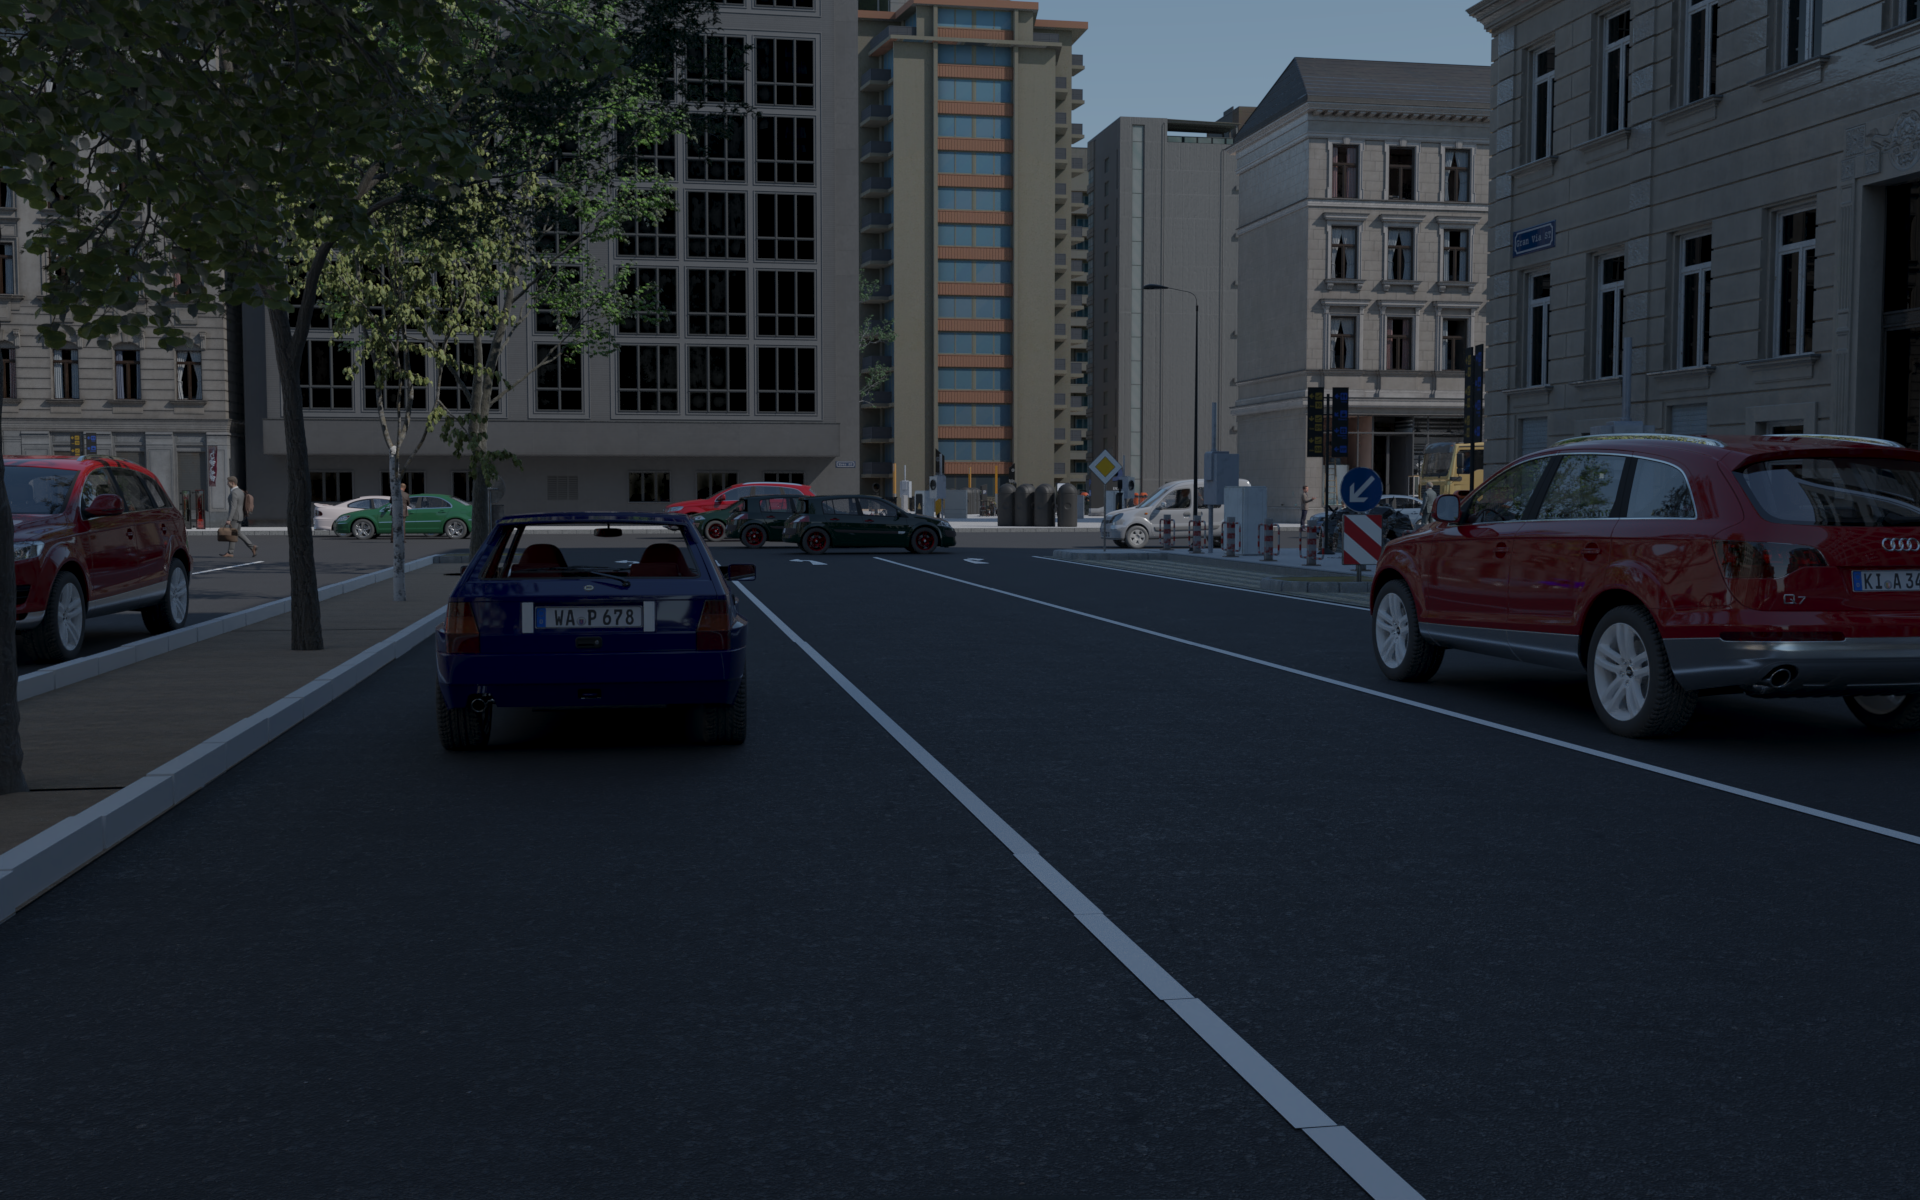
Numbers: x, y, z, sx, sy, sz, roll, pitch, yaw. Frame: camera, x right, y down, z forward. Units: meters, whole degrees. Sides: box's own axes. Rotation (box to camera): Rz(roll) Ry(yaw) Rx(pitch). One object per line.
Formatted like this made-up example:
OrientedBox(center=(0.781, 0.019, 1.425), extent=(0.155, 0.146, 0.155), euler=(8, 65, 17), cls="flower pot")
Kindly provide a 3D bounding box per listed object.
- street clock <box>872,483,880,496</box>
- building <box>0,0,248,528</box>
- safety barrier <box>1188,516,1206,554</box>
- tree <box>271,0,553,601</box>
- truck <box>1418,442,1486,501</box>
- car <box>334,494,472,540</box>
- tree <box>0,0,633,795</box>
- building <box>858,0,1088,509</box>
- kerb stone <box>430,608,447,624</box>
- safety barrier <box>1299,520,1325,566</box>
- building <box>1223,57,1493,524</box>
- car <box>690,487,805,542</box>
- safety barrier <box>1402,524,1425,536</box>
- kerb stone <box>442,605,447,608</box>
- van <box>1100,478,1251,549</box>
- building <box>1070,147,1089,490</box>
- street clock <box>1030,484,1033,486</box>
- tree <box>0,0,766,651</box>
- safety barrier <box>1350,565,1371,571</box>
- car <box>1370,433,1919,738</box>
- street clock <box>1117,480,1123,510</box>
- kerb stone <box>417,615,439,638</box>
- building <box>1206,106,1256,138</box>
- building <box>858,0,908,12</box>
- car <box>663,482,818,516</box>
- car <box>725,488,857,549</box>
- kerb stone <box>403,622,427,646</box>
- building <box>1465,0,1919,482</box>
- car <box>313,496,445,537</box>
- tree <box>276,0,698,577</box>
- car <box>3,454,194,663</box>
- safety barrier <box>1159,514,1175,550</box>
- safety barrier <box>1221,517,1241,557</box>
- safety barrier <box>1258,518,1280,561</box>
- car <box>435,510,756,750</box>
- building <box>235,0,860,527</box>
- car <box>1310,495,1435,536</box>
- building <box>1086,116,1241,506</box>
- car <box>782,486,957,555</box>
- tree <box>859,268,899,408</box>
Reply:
OrientedBox(center=(-5.433, -6.585, 112.236), extent=(0.471, 2.002, 0.358), euler=(-1, 4, -22), cls="street clock")
OrientedBox(center=(-37.303, -13.389, 68.055), extent=(18.267, 20.994, 9.793), euler=(-1, 4, -10), cls="building")
OrientedBox(center=(5.111, -1.410, 37.334), extent=(0.300, 0.817, 1.120), euler=(-1, 4, -10), cls="safety barrier")
OrientedBox(center=(-7.380, -4.267, 22.580), extent=(4.737, 8.622, 4.395), euler=(0, 3, 0), cls="tree")
OrientedBox(center=(21.253, -4.200, 64.588), extent=(9.791, 3.379, 3.469), euler=(-1, 4, -11), cls="truck")
OrientedBox(center=(-17.474, -2.670, 55.456), extent=(4.920, 1.459, 2.131), euler=(-1, 4, -10), cls="car")
OrientedBox(center=(-4.881, -5.364, 8.287), extent=(7.486, 12.596, 7.792), euler=(0, 3, 0), cls="tree")
OrientedBox(center=(-1.179, -30.843, 158.903), extent=(22.147, 44.769, 28.867), euler=(-1, 4, -10), cls="building")
OrientedBox(center=(-5.609, 0.222, 18.562), extent=(0.120, 0.150, 1.000), euler=(-1, 4, -10), cls="kerb stone")
OrientedBox(center=(6.282, -1.019, 30.939), extent=(0.300, 0.817, 1.120), euler=(-1, 4, -10), cls="safety barrier")
OrientedBox(center=(15.216, -13.886, 77.950), extent=(40.483, 20.767, 10.553), euler=(-1, 4, -10), cls="building")
OrientedBox(center=(-6.298, -2.637, 52.908), extent=(4.222, 1.686, 2.009), euler=(-1, 4, -12), cls="car")
OrientedBox(center=(7.066, -0.759, 26.689), extent=(0.300, 0.817, 1.120), euler=(-1, 4, -10), cls="safety barrier")
OrientedBox(center=(-5.801, 0.161, 19.577), extent=(0.120, 0.150, 1.000), euler=(-1, 4, -10), cls="kerb stone")
OrientedBox(center=(5.806, -2.406, 46.344), extent=(4.112, 2.044, 2.013), euler=(-1, 4, -8), cls="van")
OrientedBox(center=(16.782, -37.999, 244.980), extent=(21.600, 48.544, 21.300), euler=(-1, 4, -10), cls="building")
OrientedBox(center=(5.077, -7.301, 123.947), extent=(0.358, 2.002, 0.471), euler=(-1, 4, -18), cls="street clock")
OrientedBox(center=(-6.020, -4.833, 15.895), extent=(8.767, 10.594, 7.601), euler=(-1, 4, -10), cls="tree")
OrientedBox(center=(6.675, -0.889, 28.814), extent=(0.300, 0.817, 1.120), euler=(-1, 4, -10), cls="safety barrier")
OrientedBox(center=(4.594, -0.193, 11.836), extent=(2.281, 1.827, 5.304), euler=(-1, 4, -11), cls="car")
OrientedBox(center=(8.001, -5.020, 86.646), extent=(0.358, 2.002, 0.471), euler=(1, 4, 9), cls="street clock")
OrientedBox(center=(-5.426, 0.284, 17.553), extent=(0.120, 0.150, 1.000), euler=(-1, 4, -10), cls="kerb stone")
OrientedBox(center=(36.510, -33.292, 194.428), extent=(14.200, 45.320, 14.600), euler=(-1, 4, -10), cls="building")
OrientedBox(center=(-6.947, -45.498, 182.146), extent=(20.563, 71.187, 20.611), euler=(-1, 4, -10), cls="building")
OrientedBox(center=(-6.965, -2.896, 56.027), extent=(5.304, 1.827, 2.281), euler=(-1, 4, -8), cls="car")
OrientedBox(center=(-4.181, -2.239, 46.393), extent=(4.222, 1.686, 2.009), euler=(-1, 4, -10), cls="car")
OrientedBox(center=(-5.240, 0.346, 16.543), extent=(0.120, 0.150, 1.000), euler=(-1, 4, -10), cls="kerb stone")
OrientedBox(center=(18.467, -13.879, 24.193), extent=(12.463, 27.353, 25.104), euler=(-1, 4, -10), cls="building")
OrientedBox(center=(-19.203, -2.808, 58.277), extent=(4.827, 1.381, 2.083), euler=(-1, 4, -9), cls="car")
OrientedBox(center=(-8.287, -6.217, 29.865), extent=(9.928, 11.665, 9.643), euler=(0, 3, 0), cls="tree")
OrientedBox(center=(-8.830, -0.463, 16.244), extent=(2.281, 1.827, 5.304), euler=(-1, 4, -9), cls="car")
OrientedBox(center=(4.720, -1.541, 39.466), extent=(0.300, 0.817, 1.120), euler=(-1, 4, -10), cls="safety barrier")
OrientedBox(center=(5.505, -1.279, 35.191), extent=(0.300, 0.817, 1.120), euler=(-1, 4, -10), cls="safety barrier")
OrientedBox(center=(5.892, -1.149, 33.065), extent=(0.300, 0.817, 1.120), euler=(-1, 4, -10), cls="safety barrier")
OrientedBox(center=(-2.272, 0.088, 11.139), extent=(1.945, 1.354, 3.894), euler=(-1, 4, -9), cls="car")
OrientedBox(center=(-16.793, -17.125, 73.505), extent=(24.014, 27.812, 14.314), euler=(-1, 4, -10), cls="building")
OrientedBox(center=(13.621, -2.731, 56.653), extent=(4.499, 1.417, 2.014), euler=(-1, 4, -11), cls="car")
OrientedBox(center=(22.416, -31.080, 191.753), extent=(14.086, 41.232, 14.154), euler=(-1, 4, -10), cls="building")
OrientedBox(center=(-2.190, -1.962, 41.858), extent=(4.222, 1.686, 2.009), euler=(-1, 4, -11), cls="car")
OrientedBox(center=(-10.608, -16.815, 130.819), extent=(12.611, 20.169, 13.585), euler=(0, 3, 0), cls="tree")
